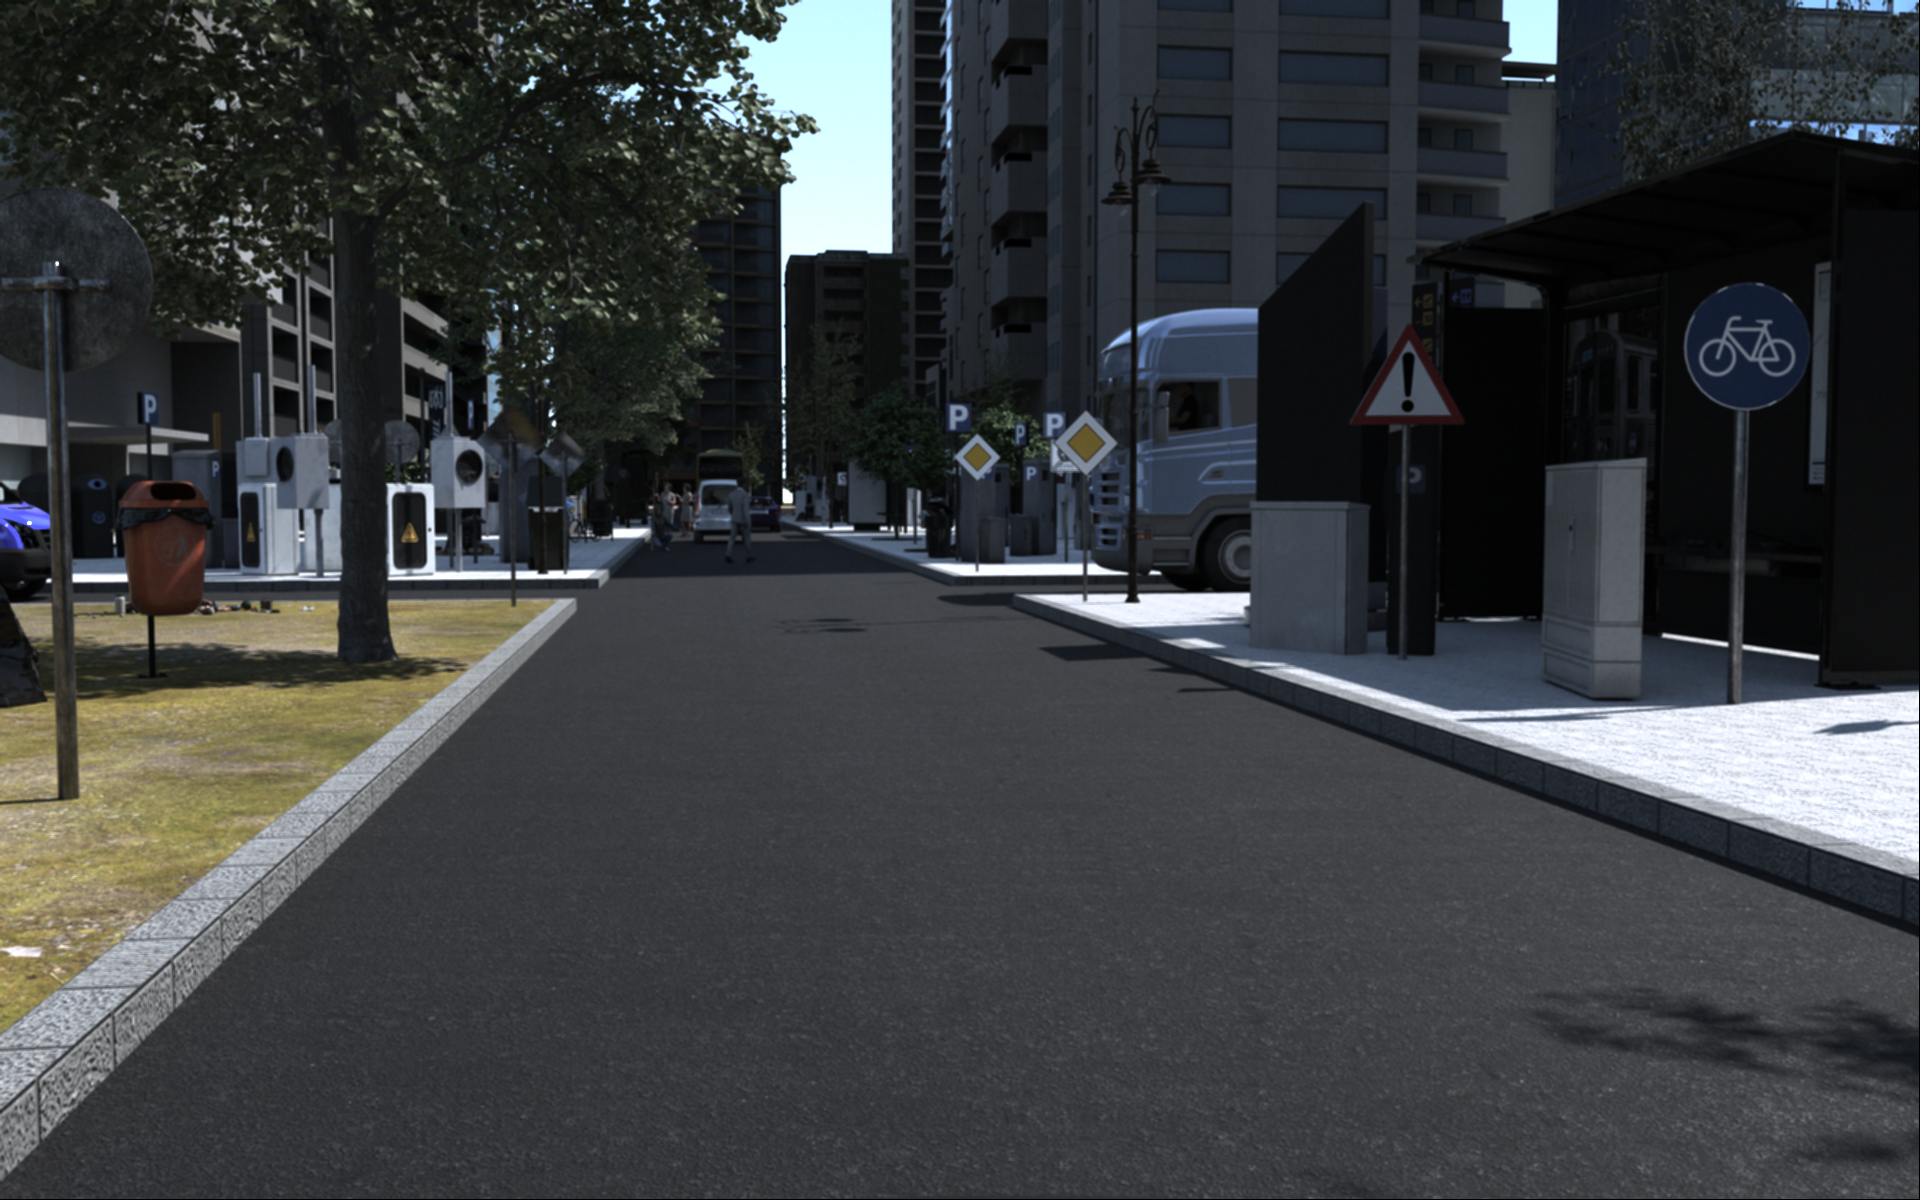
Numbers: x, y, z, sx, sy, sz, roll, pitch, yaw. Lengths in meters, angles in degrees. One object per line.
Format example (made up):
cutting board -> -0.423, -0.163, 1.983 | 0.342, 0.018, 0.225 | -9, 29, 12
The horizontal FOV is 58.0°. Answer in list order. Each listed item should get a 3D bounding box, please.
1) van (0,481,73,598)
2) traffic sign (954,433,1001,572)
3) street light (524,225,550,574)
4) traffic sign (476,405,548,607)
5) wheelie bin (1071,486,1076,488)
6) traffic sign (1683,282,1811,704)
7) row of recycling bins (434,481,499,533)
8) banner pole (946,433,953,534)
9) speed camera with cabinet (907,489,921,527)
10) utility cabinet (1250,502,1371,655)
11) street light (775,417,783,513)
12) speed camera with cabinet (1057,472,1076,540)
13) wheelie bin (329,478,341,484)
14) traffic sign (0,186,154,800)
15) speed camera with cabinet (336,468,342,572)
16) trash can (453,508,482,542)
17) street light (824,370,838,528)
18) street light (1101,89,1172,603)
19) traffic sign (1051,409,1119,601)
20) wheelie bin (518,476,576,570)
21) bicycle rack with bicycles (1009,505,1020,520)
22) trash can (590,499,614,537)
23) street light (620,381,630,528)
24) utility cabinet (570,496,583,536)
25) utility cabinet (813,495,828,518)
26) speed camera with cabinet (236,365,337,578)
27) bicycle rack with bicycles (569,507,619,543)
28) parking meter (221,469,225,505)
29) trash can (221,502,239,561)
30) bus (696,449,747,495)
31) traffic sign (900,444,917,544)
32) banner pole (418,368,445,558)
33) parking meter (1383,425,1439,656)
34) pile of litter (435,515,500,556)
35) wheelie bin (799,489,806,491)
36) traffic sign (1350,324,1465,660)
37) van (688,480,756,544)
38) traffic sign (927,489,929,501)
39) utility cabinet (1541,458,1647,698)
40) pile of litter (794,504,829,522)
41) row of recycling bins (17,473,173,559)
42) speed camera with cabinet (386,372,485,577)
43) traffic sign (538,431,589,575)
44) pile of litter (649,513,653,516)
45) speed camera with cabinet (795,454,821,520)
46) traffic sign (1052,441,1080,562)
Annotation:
van -> -14.726, -1.139, 23.012 | 5.245, 2.365, 2.240 | 0, 4, -7
traffic sign -> 0.281, -1.523, 28.537 | 0.795, 2.450, 0.064 | -1, 4, -9
street light -> -6.705, -3.356, 27.663 | 0.468, 5.910, 1.993 | -1, 4, -9
traffic sign -> -5.078, -0.980, 19.659 | 0.795, 2.450, 0.064 | -1, 4, -9
wheelie bin -> 4.629, -3.828, 70.491 | 0.980, 1.594, 0.693 | 2, 4, 25
traffic sign -> 4.737, -0.637, 10.522 | 0.768, 2.556, 0.104 | 0, 4, -1
row of recycling bins -> -15.730, -3.018, 56.451 | 3.534, 1.692, 1.069 | 2, 4, 26
banner pole -> -0.649, -4.034, 55.980 | 0.863, 3.779, 0.401 | -1, 4, -10
speed camera with cabinet -> -1.939, -4.549, 68.713 | 0.660, 3.252, 2.038 | 0, 4, 6
utility cabinet -> 2.860, -0.186, 14.208 | 0.306, 1.237, 1.020 | -3, 5, -40
street light -> -10.676, -7.933, 102.494 | 0.468, 5.910, 1.993 | -1, 4, -9
speed camera with cabinet -> 2.997, -3.354, 49.180 | 0.660, 3.252, 2.038 | 1, 4, 19
wheelie bin -> -12.463, -1.650, 34.884 | 0.980, 1.594, 0.693 | -3, 4, -38
traffic sign -> -3.753, -0.435, 7.213 | 0.768, 2.556, 0.104 | 0, 4, -8
speed camera with cabinet -> -10.805, -2.095, 28.596 | 2.038, 3.252, 0.660 | 0, 4, -3
trash can -> -11.083, -1.671, 38.977 | 0.748, 1.137, 0.748 | 0, 3, 0
street light -> -4.819, -5.614, 64.572 | 0.468, 5.910, 1.993 | -1, 4, -9
street light -> 2.043, -2.907, 20.324 | 0.468, 5.910, 1.993 | -1, 4, -9
traffic sign -> 1.493, -1.040, 20.644 | 0.795, 2.450, 0.064 | -1, 4, -9
wheelie bin -> -7.003, -1.316, 29.424 | 0.980, 1.594, 0.693 | 0, 4, -2
bicycle rack with bicycles -> 3.663, -4.033, 79.319 | 2.925, 0.926, 2.852 | 0, 4, 0
trash can -> -10.801, -2.483, 52.251 | 0.748, 1.137, 0.748 | 0, 3, 0
street light -> -12.522, -5.650, 65.167 | 0.468, 5.910, 1.993 | -1, 4, -9
utility cabinet -> -12.096, -2.567, 53.140 | 1.020, 1.237, 0.306 | -3, 4, -38
utility cabinet -> -7.706, -5.087, 94.338 | 1.020, 1.237, 0.306 | 1, 4, 12
speed camera with cabinet -> -10.566, -1.997, 26.991 | 2.038, 3.252, 0.660 | 3, 5, 44
bicycle rack with bicycles -> -10.670, -2.014, 46.315 | 2.852, 0.926, 2.925 | 1, 4, 12
parking meter -> -14.565, -1.716, 33.774 | 0.255, 1.863, 0.399 | 2, 4, 35
trash can -> -13.342, -1.245, 32.017 | 0.748, 1.137, 0.748 | 0, 3, 0
bus -> -13.057, -6.312, 94.748 | 2.896, 3.916, 12.252 | 0, 4, -8
traffic sign -> -1.148, -2.709, 44.405 | 0.768, 2.556, 0.104 | 0, 4, -1
banner pole -> -10.552, -2.726, 34.591 | 0.401, 3.779, 0.863 | 2, 4, 26
parking meter -> 3.598, -0.497, 13.844 | 0.399, 1.863, 0.255 | 1, 4, 22
pile of litter -> -10.304, -1.367, 36.317 | 1.719, 0.858, 1.176 | 1, 4, 19
wheelie bin -> -8.900, -5.611, 99.654 | 0.980, 1.594, 0.693 | 1, 4, 15
traffic sign -> 3.427, -0.815, 13.334 | 0.884, 2.594, 0.081 | 0, 4, -1
van -> -7.082, -2.725, 51.557 | 2.013, 2.044, 4.112 | 0, 4, -7
traffic sign -> -1.159, -3.680, 62.291 | 0.606, 2.300, 0.079 | 0, 4, -3
utility cabinet -> 4.085, -0.157, 11.245 | 0.318, 1.500, 1.173 | 0, 4, 4
pile of litter -> -6.859, -4.057, 80.296 | 1.719, 0.858, 1.176 | -1, 4, -9
row of recycling bins -> -17.082, -1.702, 34.939 | 1.069, 1.692, 3.534 | 3, 5, 42
speed camera with cabinet -> -8.501, -2.029, 27.517 | 0.660, 3.252, 2.038 | 2, 4, 32
traffic sign -> -6.290, -1.462, 27.552 | 0.795, 2.450, 0.064 | -1, 4, -9
pile of litter -> -18.495, -5.352, 101.478 | 1.176, 0.858, 1.719 | 0, 4, 2
speed camera with cabinet -> -7.443, -5.552, 85.107 | 0.660, 3.252, 2.038 | 1, 4, 18
traffic sign -> 2.004, -1.862, 32.578 | 0.606, 2.300, 0.079 | 0, 4, 0
